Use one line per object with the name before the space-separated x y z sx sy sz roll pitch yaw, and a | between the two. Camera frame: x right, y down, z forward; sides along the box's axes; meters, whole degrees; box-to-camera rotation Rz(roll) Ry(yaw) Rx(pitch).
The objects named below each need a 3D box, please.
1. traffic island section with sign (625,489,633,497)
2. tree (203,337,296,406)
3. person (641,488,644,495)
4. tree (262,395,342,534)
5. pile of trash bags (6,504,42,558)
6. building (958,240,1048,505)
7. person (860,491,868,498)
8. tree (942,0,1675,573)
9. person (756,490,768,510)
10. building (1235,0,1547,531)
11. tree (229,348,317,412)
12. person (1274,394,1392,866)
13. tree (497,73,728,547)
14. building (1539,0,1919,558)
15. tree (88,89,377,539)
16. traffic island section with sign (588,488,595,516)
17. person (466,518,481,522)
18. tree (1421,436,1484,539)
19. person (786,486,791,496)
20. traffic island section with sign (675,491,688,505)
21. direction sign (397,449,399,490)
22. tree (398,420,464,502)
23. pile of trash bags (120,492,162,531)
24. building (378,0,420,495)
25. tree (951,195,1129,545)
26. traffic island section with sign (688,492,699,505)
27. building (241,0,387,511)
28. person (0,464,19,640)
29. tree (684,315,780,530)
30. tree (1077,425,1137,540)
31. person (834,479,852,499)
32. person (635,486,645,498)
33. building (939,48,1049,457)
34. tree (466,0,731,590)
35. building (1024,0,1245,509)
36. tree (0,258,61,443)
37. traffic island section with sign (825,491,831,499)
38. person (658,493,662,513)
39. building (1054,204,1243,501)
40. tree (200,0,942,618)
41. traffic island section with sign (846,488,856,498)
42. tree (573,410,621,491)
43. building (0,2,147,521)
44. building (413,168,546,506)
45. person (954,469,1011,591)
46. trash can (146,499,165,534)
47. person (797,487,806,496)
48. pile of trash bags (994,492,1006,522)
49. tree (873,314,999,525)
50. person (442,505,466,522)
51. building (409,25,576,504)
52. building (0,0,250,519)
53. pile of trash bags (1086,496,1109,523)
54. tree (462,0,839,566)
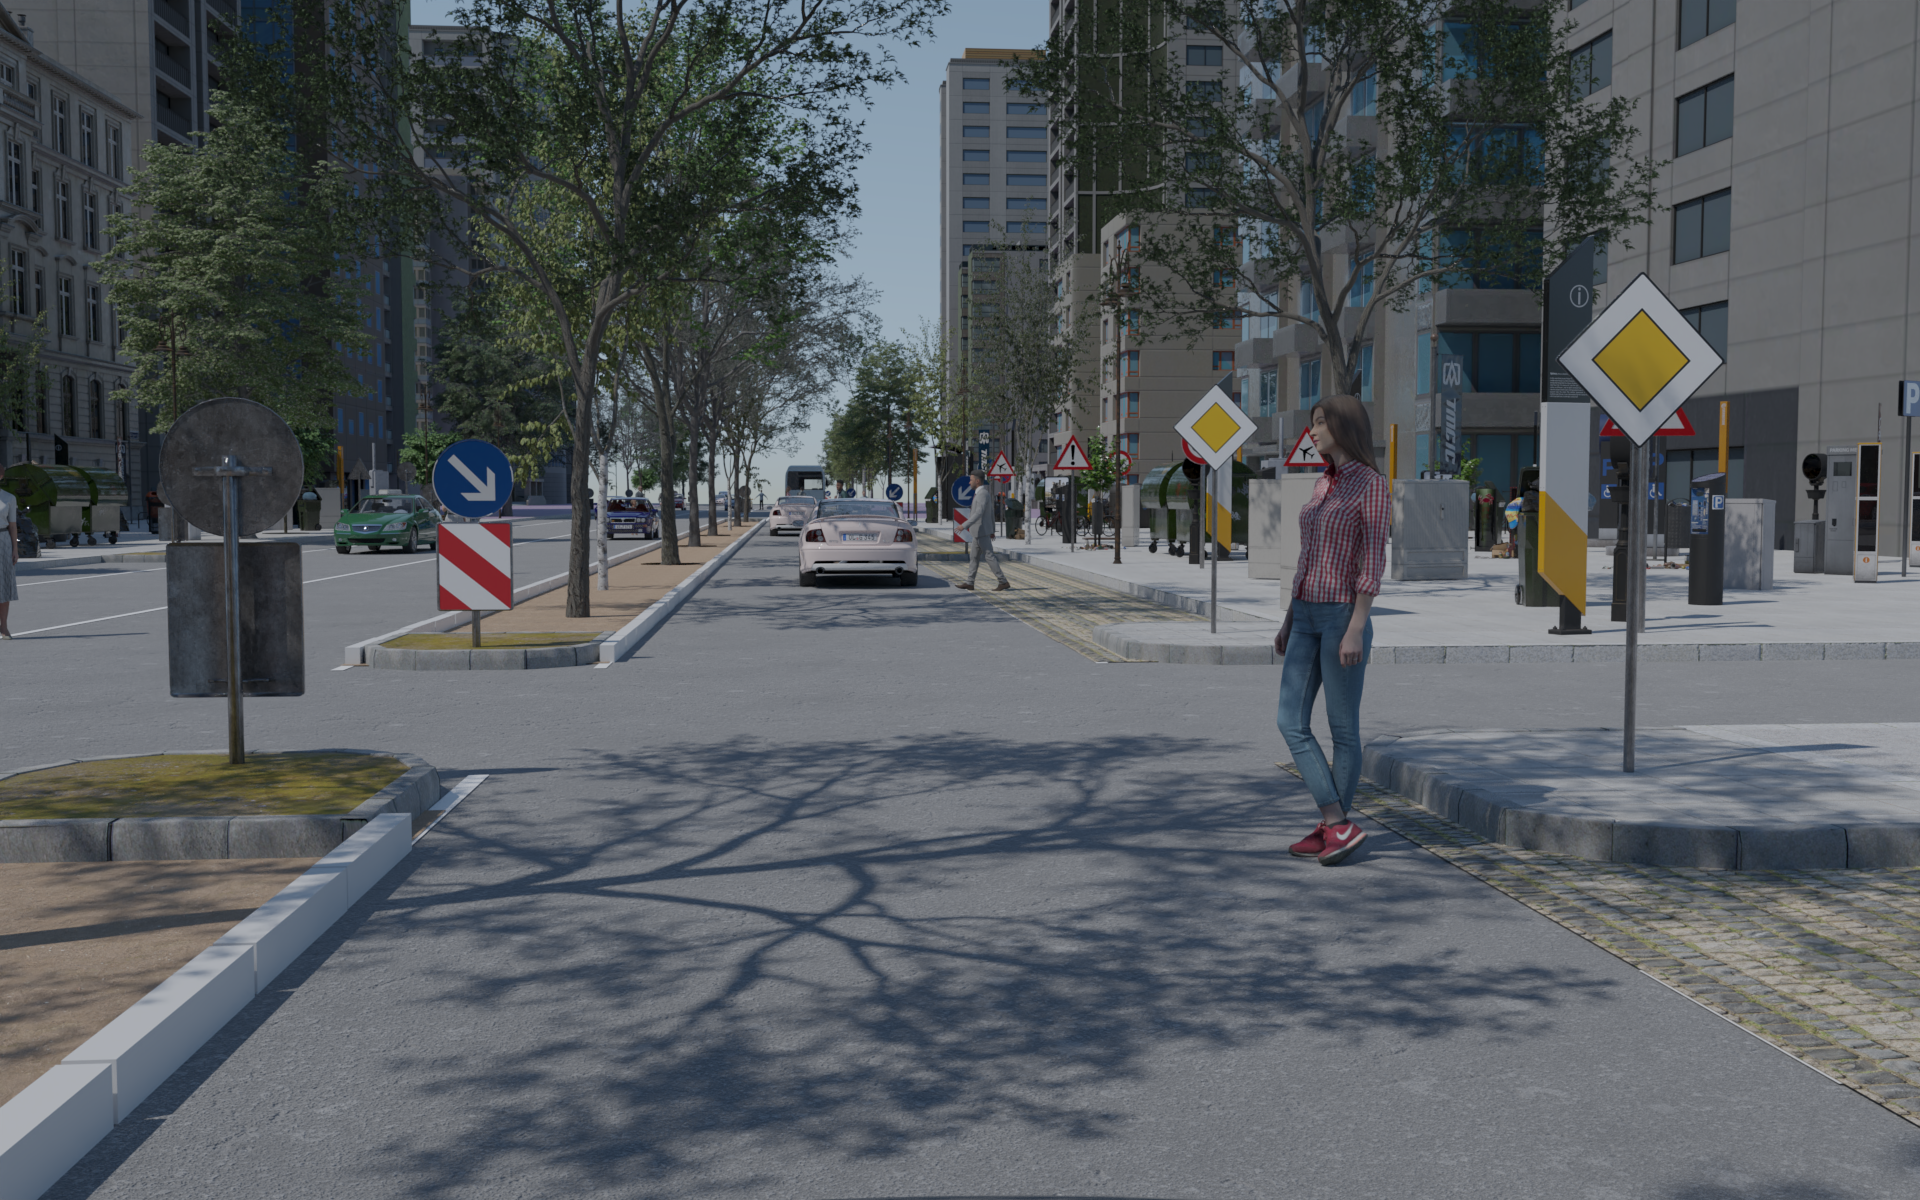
traffic island section with sign | -26.836 -8.077 140.690 1.989 1.847 2.006 0 4 -5
tree | -31.076 -7.673 75.823 4.360 8.622 3.978 0 3 0
person | -18.595 -5.598 100.543 0.721 1.766 1.217 -2 4 -30
tree | -21.733 -4.409 55.795 4.285 4.588 4.351 0 3 0
pile of trash bags | -20.245 -1.515 34.517 3.447 1.369 1.912 -2 4 -26
building | 7.728 -26.305 201.787 14.160 30.474 14.107 0 4 -5
person | -4.718 -4.581 85.210 0.589 1.601 0.330 0 4 -1
tree | 4.950 -5.351 21.903 8.767 10.594 7.601 -1 4 -14
person | -17.930 -9.040 156.289 1.348 1.826 0.705 -2 4 -30
building | 24.468 -27.668 71.973 23.786 49.044 30.456 0 4 -5
tree | -33.912 -8.236 85.019 4.737 8.622 4.395 0 3 0
person | 1.446 0.102 6.840 0.388 1.821 0.555 -2 4 -34
tree | -7.230 -8.182 46.602 12.009 13.543 11.850 0 3 0
building | 28.627 -36.881 41.252 20.611 71.187 20.563 0 4 -5
tree | -20.276 -7.988 48.735 7.486 12.596 7.792 0 3 0
traffic island section with sign | -24.236 -6.398 113.238 1.989 1.847 2.006 0 4 -5
person | -13.043 -2.287 46.459 0.524 1.755 0.480 3 5 39
tree | 14.271 -3.370 49.704 1.663 3.219 1.824 0 3 0
person | -8.780 -4.929 89.103 0.388 1.821 0.555 -1 4 -16
traffic island section with sign | -31.891 -11.349 194.188 1.989 1.847 2.006 0 4 -5
direction sign | -28.376 -5.838 87.447 0.379 3.537 0.876 -1 4 -16
tree | -23.402 -5.705 76.998 4.285 4.588 4.351 0 3 0
pile of trash bags | -29.333 -3.066 59.877 3.447 1.369 1.912 -3 5 -41
building | -49.273 -27.245 129.045 14.154 41.232 14.086 0 4 -5
tree | 1.933 -5.714 43.790 4.360 8.622 3.978 0 3 0
traffic island section with sign | -34.582 -13.082 222.518 1.989 1.847 2.006 0 4 -5
building | -46.907 -28.384 114.190 14.600 45.320 14.200 0 4 -5
person | -9.460 -0.480 16.923 0.480 1.755 0.524 -3 4 -37
tree | -8.957 -6.999 67.257 4.360 8.622 3.978 0 3 0
tree | 3.874 -3.319 48.869 1.663 3.219 1.824 0 3 0
person | -3.186 -2.324 46.488 0.713 1.824 0.794 0 4 -2
person | -14.510 -4.302 79.020 0.590 1.801 0.661 2 4 24
building | 7.731 -42.500 236.881 21.231 58.520 28.212 0 4 -5
tree | -5.347 -4.452 25.615 4.737 8.622 4.395 0 3 0
building | 16.764 -43.121 143.280 20.563 71.187 20.611 0 4 -5
tree | -29.903 -6.262 52.752 4.737 8.622 4.395 0 3 0
traffic island section with sign | -9.898 -8.152 141.920 1.989 1.847 2.006 0 4 -5
person | -15.242 -4.932 89.528 0.661 1.777 0.834 -3 4 -38
building | 22.397 -16.848 120.509 27.650 21.520 28.899 0 4 -5
tree | -4.408 -5.045 19.359 8.767 10.594 7.601 0 4 -5
traffic island section with sign | -7.355 -6.511 115.085 1.989 1.847 2.006 0 4 -5
tree | -30.038 -11.863 144.319 4.360 8.622 3.978 0 3 0
building | -43.483 -15.142 66.651 14.460 24.649 34.723 0 4 -5
building | -64.188 -30.749 194.633 32.217 40.220 23.993 0 4 -5
person | 0.329 -1.020 25.459 0.850 1.792 0.678 0 4 6
trash can | -25.683 -2.682 55.511 0.748 1.137 0.748 0 3 0
person | -8.065 -4.898 88.687 0.635 1.810 0.391 1 4 21
pile of trash bags | 2.079 -4.308 80.182 1.912 1.369 3.447 0 4 -7
tree | -0.702 -7.375 70.940 4.737 8.622 4.395 0 3 0
person | -8.885 -1.315 30.564 0.524 1.755 0.480 3 5 41
building | -61.481 -41.511 220.697 21.231 58.520 28.212 0 4 -5
building | -49.520 -40.196 95.454 20.563 71.187 20.611 0 4 -5
pile of trash bags | 6.844 -4.096 76.722 3.447 1.369 1.912 -1 4 -21
tree | -5.949 -6.507 34.609 9.928 11.665 9.643 0 3 0
